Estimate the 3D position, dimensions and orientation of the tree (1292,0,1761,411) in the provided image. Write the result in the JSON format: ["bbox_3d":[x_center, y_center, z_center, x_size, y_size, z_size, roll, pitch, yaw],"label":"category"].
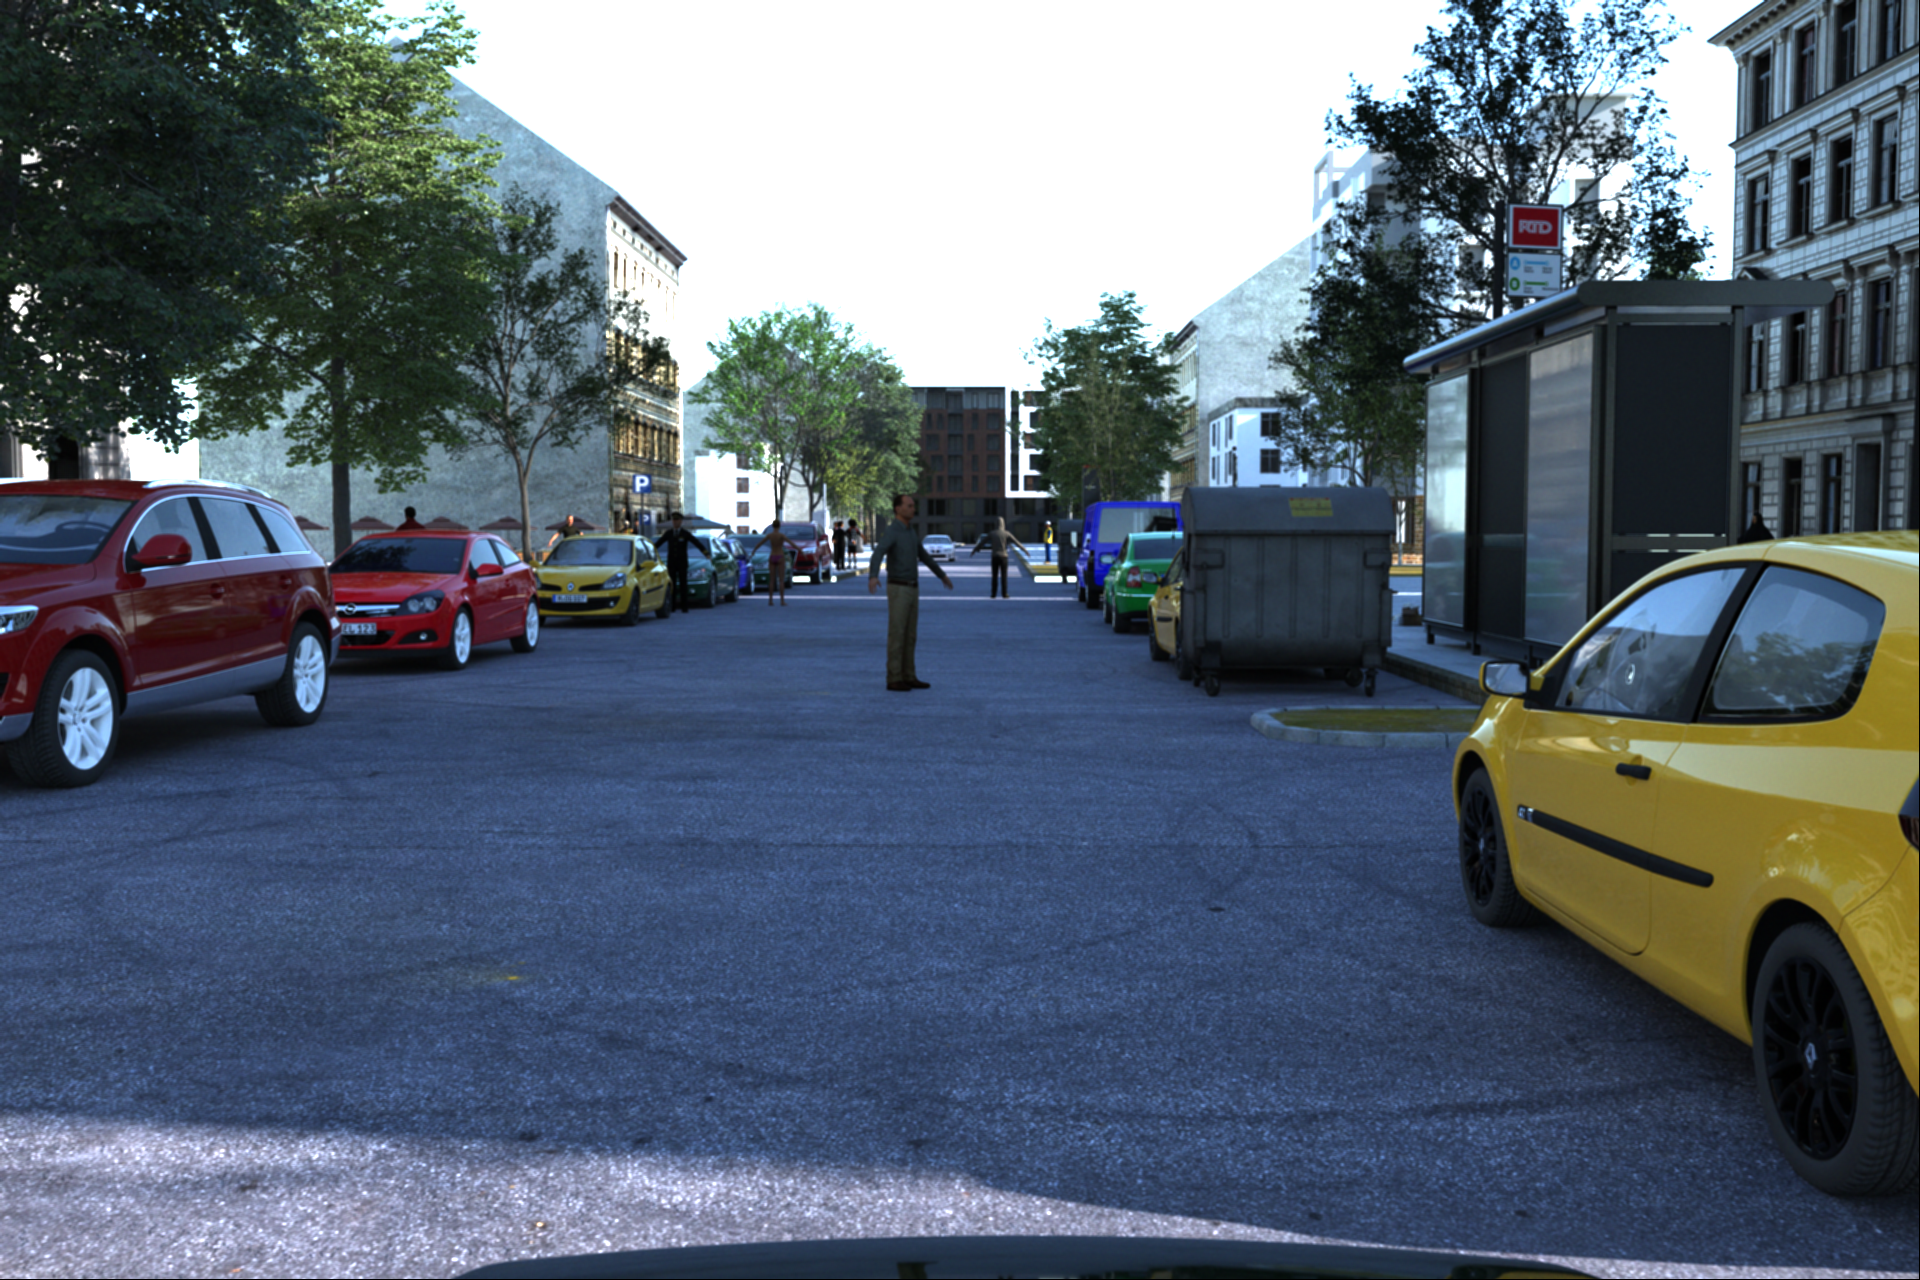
[{"bbox_3d":[8.796,-5.689,27.434,7.601,10.594,8.767,1,4,14],"label":"tree"}]

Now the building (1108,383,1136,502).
[{"bbox_3d":[26.927,-22.568,199.916,19.493,23.208,18.063,0,4,1],"label":"building"}]

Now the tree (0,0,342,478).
[{"bbox_3d":[-11.879,-6.984,20.849,9.857,13.997,8.962,0,3,0],"label":"tree"}]

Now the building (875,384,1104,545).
[{"bbox_3d":[4.033,-24.557,247.940,32.646,21.610,27.936,0,3,0],"label":"building"}]

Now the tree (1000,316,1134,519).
[{"bbox_3d":[9.430,-17.948,149.337,12.611,20.169,13.585,0,3,0],"label":"tree"}]

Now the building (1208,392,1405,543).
[{"bbox_3d":[21.431,-10.049,106.453,9.099,9.664,28.070,0,4,1],"label":"building"}]

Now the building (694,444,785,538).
[{"bbox_3d":[-21.999,-14.122,173.049,9.099,9.664,28.070,0,4,1],"label":"building"}]

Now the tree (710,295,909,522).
[{"bbox_3d":[-7.512,-10.883,88.300,12.009,13.543,11.850,0,3,0],"label":"tree"}]

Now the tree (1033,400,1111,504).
[{"bbox_3d":[8.069,-10.993,114.153,7.601,10.594,8.767,-3,5,-41],"label":"tree"}]

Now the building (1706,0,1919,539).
[{"bbox_3d":[27.958,-11.020,43.801,10.561,19.211,19.286,0,4,1],"label":"building"}]

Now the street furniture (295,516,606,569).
[{"bbox_3d":[-26.798,-3.424,61.015,27.439,1.986,14.083,0,4,-5],"label":"street furniture"}]

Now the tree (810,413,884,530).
[{"bbox_3d":[-6.714,-9.068,98.623,4.737,8.622,4.395,0,3,0],"label":"tree"}]

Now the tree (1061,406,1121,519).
[{"bbox_3d":[7.419,-8.695,92.519,4.737,8.622,4.395,0,3,0],"label":"tree"}]

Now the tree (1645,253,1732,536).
[{"bbox_3d":[28.144,-9.180,68.218,7.486,12.596,7.792,0,3,0],"label":"tree"}]

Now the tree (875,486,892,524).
[{"bbox_3d":[-6.134,-12.644,157.094,4.360,8.622,3.978,0,3,0],"label":"tree"}]

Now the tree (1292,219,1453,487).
[{"bbox_3d":[9.863,-5.583,41.644,4.737,8.622,4.395,0,3,0],"label":"tree"}]

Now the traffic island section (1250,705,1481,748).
[{"bbox_3d":[3.167,0.627,12.614,1.991,0.108,1.994,0,4,1],"label":"traffic island section"}]

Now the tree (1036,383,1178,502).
[{"bbox_3d":[8.463,-10.153,100.419,8.767,10.594,7.601,1,4,9],"label":"tree"}]

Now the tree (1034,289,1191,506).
[{"bbox_3d":[7.072,-9.933,80.536,7.486,12.596,7.792,0,3,0],"label":"tree"}]

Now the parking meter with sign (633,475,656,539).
[{"bbox_3d":[-9.295,-3.385,51.609,0.543,3.016,1.738,0,4,1],"label":"parking meter with sign"}]

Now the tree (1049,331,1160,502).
[{"bbox_3d":[5.360,-6.873,62.731,4.360,8.622,3.978,0,3,0],"label":"tree"}]

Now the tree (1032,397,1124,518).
[{"bbox_3d":[9.107,-12.386,128.274,9.928,11.665,9.643,0,3,0],"label":"tree"}]

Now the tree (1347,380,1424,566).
[{"bbox_3d":[17.848,-7.288,69.515,4.360,8.622,3.978,0,3,0],"label":"tree"}]

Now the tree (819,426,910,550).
[{"bbox_3d":[-7.118,-12.377,136.775,7.601,10.594,8.767,3,5,41],"label":"tree"}]

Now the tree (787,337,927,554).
[{"bbox_3d":[-6.686,-12.686,114.075,9.857,13.997,8.962,0,3,0],"label":"tree"}]

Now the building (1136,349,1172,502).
[{"bbox_3d":[27.304,-18.813,174.049,16.747,18.905,31.486,0,4,1],"label":"building"}]

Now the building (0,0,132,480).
[{"bbox_3d":[-29.508,-12.002,36.898,13.314,22.015,24.055,0,4,2],"label":"building"}]

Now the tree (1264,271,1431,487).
[{"bbox_3d":[14.089,-7.711,60.483,7.601,10.594,8.767,1,4,18],"label":"tree"}]

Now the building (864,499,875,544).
[{"bbox_3d":[-20.860,-23.822,220.417,19.493,23.208,18.063,0,4,2],"label":"building"}]

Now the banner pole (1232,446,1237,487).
[{"bbox_3d":[7.816,-3.624,49.263,0.401,3.779,0.863,0,4,1],"label":"banner pole"}]

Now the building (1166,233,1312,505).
[{"bbox_3d":[26.058,-18.323,130.510,19.493,23.208,18.063,0,4,1],"label":"building"}]

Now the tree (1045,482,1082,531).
[{"bbox_3d":[8.850,-11.477,138.019,4.737,8.622,4.395,0,3,0],"label":"tree"}]

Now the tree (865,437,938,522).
[{"bbox_3d":[-5.916,-13.056,147.885,8.767,10.594,7.601,0,4,6],"label":"tree"}]

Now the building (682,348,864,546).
[{"bbox_3d":[-20.977,-22.478,198.448,19.493,23.208,18.063,0,4,1],"label":"building"}]

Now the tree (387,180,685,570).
[{"bbox_3d":[-11.229,-6.774,45.163,8.767,10.594,7.601,0,4,1],"label":"tree"}]

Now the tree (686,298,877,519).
[{"bbox_3d":[-7.802,-9.141,75.206,9.928,11.665,9.643,0,3,0],"label":"tree"}]

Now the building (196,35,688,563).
[{"bbox_3d":[-24.700,-15.600,85.983,19.493,23.208,18.063,0,4,1],"label":"building"}]

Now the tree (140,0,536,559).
[{"bbox_3d":[-12.156,-7.055,33.481,7.486,12.596,7.792,0,3,0],"label":"tree"}]

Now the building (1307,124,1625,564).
[{"bbox_3d":[22.791,-14.078,86.603,16.016,20.090,11.380,0,4,1],"label":"building"}]
